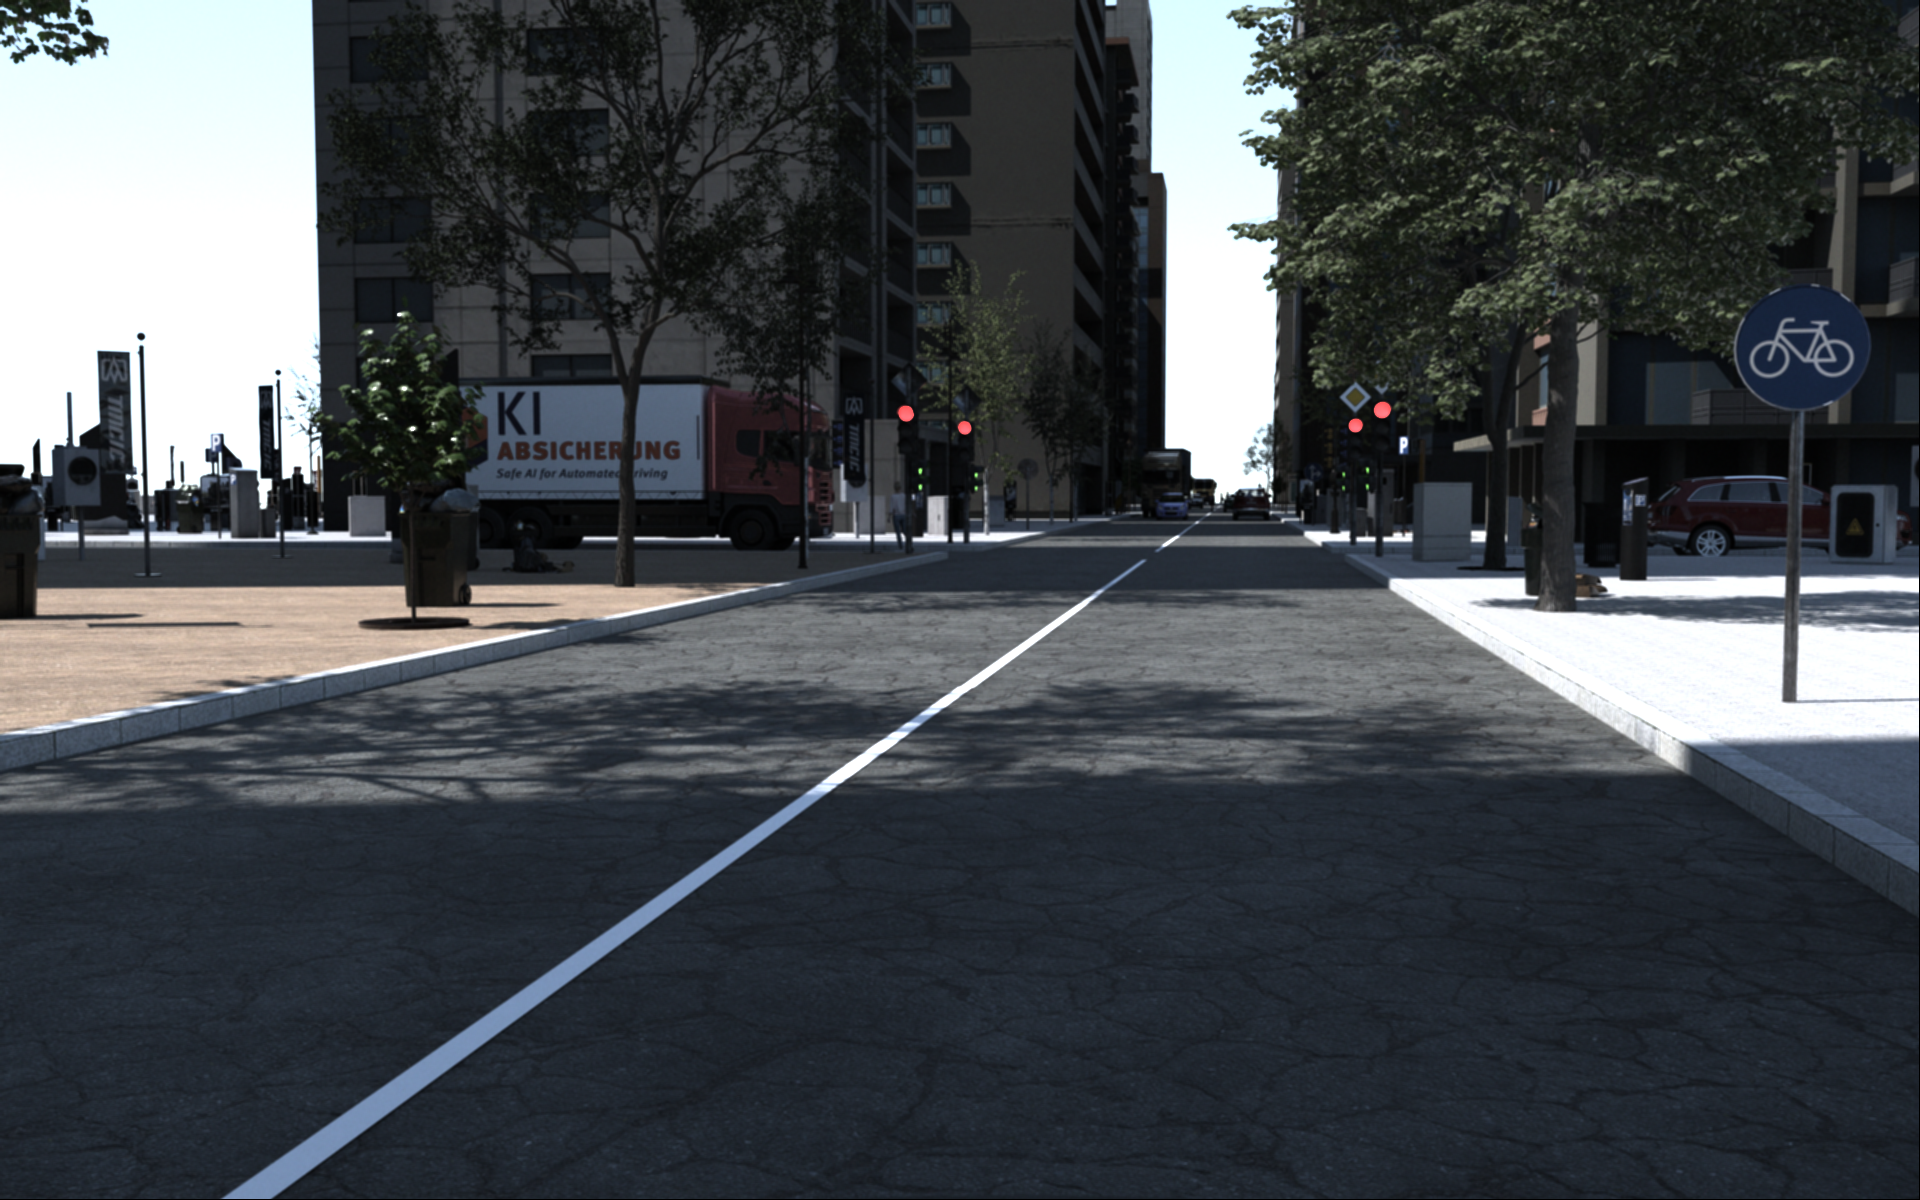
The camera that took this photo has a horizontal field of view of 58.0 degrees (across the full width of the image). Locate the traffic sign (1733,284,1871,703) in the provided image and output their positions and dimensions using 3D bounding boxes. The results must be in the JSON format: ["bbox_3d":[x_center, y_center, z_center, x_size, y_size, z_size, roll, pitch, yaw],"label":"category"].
[{"bbox_3d":[5.116,-0.642,10.606,0.768,2.556,0.104,1,4,13],"label":"traffic sign"}]

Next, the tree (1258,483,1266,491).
[{"bbox_3d":[47.079,-16.967,272.007,1.663,3.219,1.824,0,3,0],"label":"tree"}]

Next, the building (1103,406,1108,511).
[{"bbox_3d":[0.969,-50.309,135.225,22.319,86.520,31.000,1,4,9],"label":"building"}]

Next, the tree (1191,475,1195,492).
[{"bbox_3d":[36.146,-17.867,275.837,4.285,4.588,4.351,0,3,0],"label":"tree"}]

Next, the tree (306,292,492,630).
[{"bbox_3d":[-5.415,-1.349,16.664,1.663,3.219,1.824,0,3,0],"label":"tree"}]

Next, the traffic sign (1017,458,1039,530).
[{"bbox_3d":[2.420,-3.774,61.805,0.768,2.556,0.104,1,4,11],"label":"traffic sign"}]

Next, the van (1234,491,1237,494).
[{"bbox_3d":[41.414,-15.309,257.314,2.013,2.044,4.112,1,4,9],"label":"van"}]

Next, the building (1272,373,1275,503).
[{"bbox_3d":[57.293,-24.014,237.668,27.650,21.520,28.899,1,4,9],"label":"building"}]

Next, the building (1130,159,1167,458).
[{"bbox_3d":[20.871,-35.826,235.862,14.600,45.320,14.200,1,4,9],"label":"building"}]

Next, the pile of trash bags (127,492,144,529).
[{"bbox_3d":[-31.409,-3.358,64.660,1.912,1.369,3.447,-1,4,-19],"label":"pile of trash bags"}]

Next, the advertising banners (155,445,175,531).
[{"bbox_3d":[-28.045,-3.976,61.198,0.090,3.025,2.074,0,4,-6],"label":"advertising banners"}]

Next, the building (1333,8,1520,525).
[{"bbox_3d":[33.603,-23.608,77.865,32.217,40.220,23.993,1,4,9],"label":"building"}]

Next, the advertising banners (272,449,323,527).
[{"bbox_3d":[-25.880,-4.353,67.359,0.090,3.025,2.074,3,5,41],"label":"advertising banners"}]

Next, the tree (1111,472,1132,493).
[{"bbox_3d":[11.969,-8.178,128.308,1.663,3.219,1.824,0,3,0],"label":"tree"}]

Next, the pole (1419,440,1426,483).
[{"bbox_3d":[17.345,-4.353,65.013,0.158,3.312,0.155,0,3,0],"label":"pole"}]

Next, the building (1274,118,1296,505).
[{"bbox_3d":[49.732,-35.987,212.091,21.300,48.544,21.600,1,4,9],"label":"building"}]

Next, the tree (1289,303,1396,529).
[{"bbox_3d":[14.284,-6.941,63.843,4.737,8.622,4.395,0,3,0],"label":"tree"}]

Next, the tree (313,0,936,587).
[{"bbox_3d":[-4.637,-5.436,23.285,8.767,10.594,7.601,0,4,-4],"label":"tree"}]

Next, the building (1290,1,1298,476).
[{"bbox_3d":[47.816,-35.749,173.727,28.713,52.752,27.495,1,4,9],"label":"building"}]

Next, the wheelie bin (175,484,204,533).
[{"bbox_3d":[-25.151,-2.975,56.547,0.980,1.594,0.693,1,4,18],"label":"wheelie bin"}]

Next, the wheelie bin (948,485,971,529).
[{"bbox_3d":[-0.032,-3.400,63.494,0.980,1.594,0.693,2,4,35],"label":"wheelie bin"}]

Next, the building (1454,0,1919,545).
[{"bbox_3d":[30.135,-24.224,50.689,28.867,44.769,22.147,1,4,9],"label":"building"}]

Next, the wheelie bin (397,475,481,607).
[{"bbox_3d":[-5.982,-0.728,19.817,0.980,1.594,0.693,0,4,4],"label":"wheelie bin"}]

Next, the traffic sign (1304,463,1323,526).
[{"bbox_3d":[14.323,-4.286,70.175,0.768,2.556,0.104,1,4,9],"label":"traffic sign"}]

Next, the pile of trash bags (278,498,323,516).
[{"bbox_3d":[-44.575,-6.524,116.419,1.912,1.369,3.447,1,4,21],"label":"pile of trash bags"}]

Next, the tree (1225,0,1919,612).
[{"bbox_3d":[6.915,-6.133,18.399,7.486,12.596,7.792,0,3,0],"label":"tree"}]

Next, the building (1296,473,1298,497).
[{"bbox_3d":[37.225,-28.783,154.193,14.154,41.232,14.086,1,4,9],"label":"building"}]

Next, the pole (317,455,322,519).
[{"bbox_3d":[-33.574,-5.927,90.749,0.158,3.312,0.155,0,3,0],"label":"pole"}]

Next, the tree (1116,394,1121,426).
[{"bbox_3d":[5.647,-8.143,83.498,4.360,8.622,3.978,0,3,0],"label":"tree"}]

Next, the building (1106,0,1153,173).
[{"bbox_3d":[19.796,-49.902,254.145,20.563,71.187,20.611,1,4,9],"label":"building"}]

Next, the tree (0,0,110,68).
[{"bbox_3d":[-6.679,-5.057,8.436,9.928,11.665,9.643,0,3,0],"label":"tree"}]

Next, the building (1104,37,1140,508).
[{"bbox_3d":[5.620,-31.278,166.015,22.147,44.769,28.867,1,4,9],"label":"building"}]

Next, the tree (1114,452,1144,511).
[{"bbox_3d":[13.564,-9.162,133.518,4.285,4.588,4.351,0,3,0],"label":"tree"}]

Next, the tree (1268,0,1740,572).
[{"bbox_3d":[8.981,-6.297,28.715,9.928,11.665,9.643,0,3,0],"label":"tree"}]

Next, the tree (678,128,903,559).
[{"bbox_3d":[-3.309,-5.122,34.107,4.360,8.622,3.978,0,3,0],"label":"tree"}]

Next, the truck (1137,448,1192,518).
[{"bbox_3d":[12.888,-7.292,108.129,2.839,4.237,11.283,1,4,11],"label":"truck"}]

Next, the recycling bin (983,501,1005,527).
[{"bbox_3d":[1.323,-3.383,67.860,0.722,1.027,0.722,-1,4,-13],"label":"recycling bin"}]

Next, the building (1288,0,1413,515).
[{"bbox_3d":[27.813,-27.884,106.019,14.600,45.320,14.200,1,4,9],"label":"building"}]

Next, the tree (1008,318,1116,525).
[{"bbox_3d":[3.883,-7.430,71.838,4.360,8.622,3.978,0,3,0],"label":"tree"}]

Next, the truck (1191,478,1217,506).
[{"bbox_3d":[30.511,-13.497,216.600,3.469,3.379,9.791,1,4,10],"label":"truck"}]

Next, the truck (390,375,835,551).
[{"bbox_3d":[-8.122,-3.266,42.316,11.283,4.237,2.839,1,4,9],"label":"truck"}]

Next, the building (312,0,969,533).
[{"bbox_3d":[-10.405,-38.416,66.360,20.563,71.187,20.611,1,4,9],"label":"building"}]

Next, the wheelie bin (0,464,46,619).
[{"bbox_3d":[-9.939,-0.613,17.933,0.693,1.594,0.980,2,4,27],"label":"wheelie bin"}]

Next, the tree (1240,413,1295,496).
[{"bbox_3d":[35.814,-16.239,199.918,7.601,10.594,8.767,1,4,23],"label":"tree"}]

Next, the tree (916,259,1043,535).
[{"bbox_3d":[0.712,-6.321,53.712,4.737,8.622,4.395,0,3,0],"label":"tree"}]

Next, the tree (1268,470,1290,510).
[{"bbox_3d":[29.678,-10.148,160.524,1.663,3.219,1.824,0,3,0],"label":"tree"}]

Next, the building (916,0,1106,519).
[{"bbox_3d":[-3.162,-29.062,98.864,21.300,48.544,21.600,1,4,9],"label":"building"}]

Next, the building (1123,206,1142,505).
[{"bbox_3d":[9.670,-32.172,217.894,32.217,40.220,23.993,1,4,9],"label":"building"}]

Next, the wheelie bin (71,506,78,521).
[{"bbox_3d":[-42.621,-4.640,83.772,0.693,1.594,0.980,-3,5,-43],"label":"wheelie bin"}]

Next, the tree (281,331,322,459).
[{"bbox_3d":[-27.780,-7.751,77.099,4.737,8.622,4.395,0,3,0],"label":"tree"}]
